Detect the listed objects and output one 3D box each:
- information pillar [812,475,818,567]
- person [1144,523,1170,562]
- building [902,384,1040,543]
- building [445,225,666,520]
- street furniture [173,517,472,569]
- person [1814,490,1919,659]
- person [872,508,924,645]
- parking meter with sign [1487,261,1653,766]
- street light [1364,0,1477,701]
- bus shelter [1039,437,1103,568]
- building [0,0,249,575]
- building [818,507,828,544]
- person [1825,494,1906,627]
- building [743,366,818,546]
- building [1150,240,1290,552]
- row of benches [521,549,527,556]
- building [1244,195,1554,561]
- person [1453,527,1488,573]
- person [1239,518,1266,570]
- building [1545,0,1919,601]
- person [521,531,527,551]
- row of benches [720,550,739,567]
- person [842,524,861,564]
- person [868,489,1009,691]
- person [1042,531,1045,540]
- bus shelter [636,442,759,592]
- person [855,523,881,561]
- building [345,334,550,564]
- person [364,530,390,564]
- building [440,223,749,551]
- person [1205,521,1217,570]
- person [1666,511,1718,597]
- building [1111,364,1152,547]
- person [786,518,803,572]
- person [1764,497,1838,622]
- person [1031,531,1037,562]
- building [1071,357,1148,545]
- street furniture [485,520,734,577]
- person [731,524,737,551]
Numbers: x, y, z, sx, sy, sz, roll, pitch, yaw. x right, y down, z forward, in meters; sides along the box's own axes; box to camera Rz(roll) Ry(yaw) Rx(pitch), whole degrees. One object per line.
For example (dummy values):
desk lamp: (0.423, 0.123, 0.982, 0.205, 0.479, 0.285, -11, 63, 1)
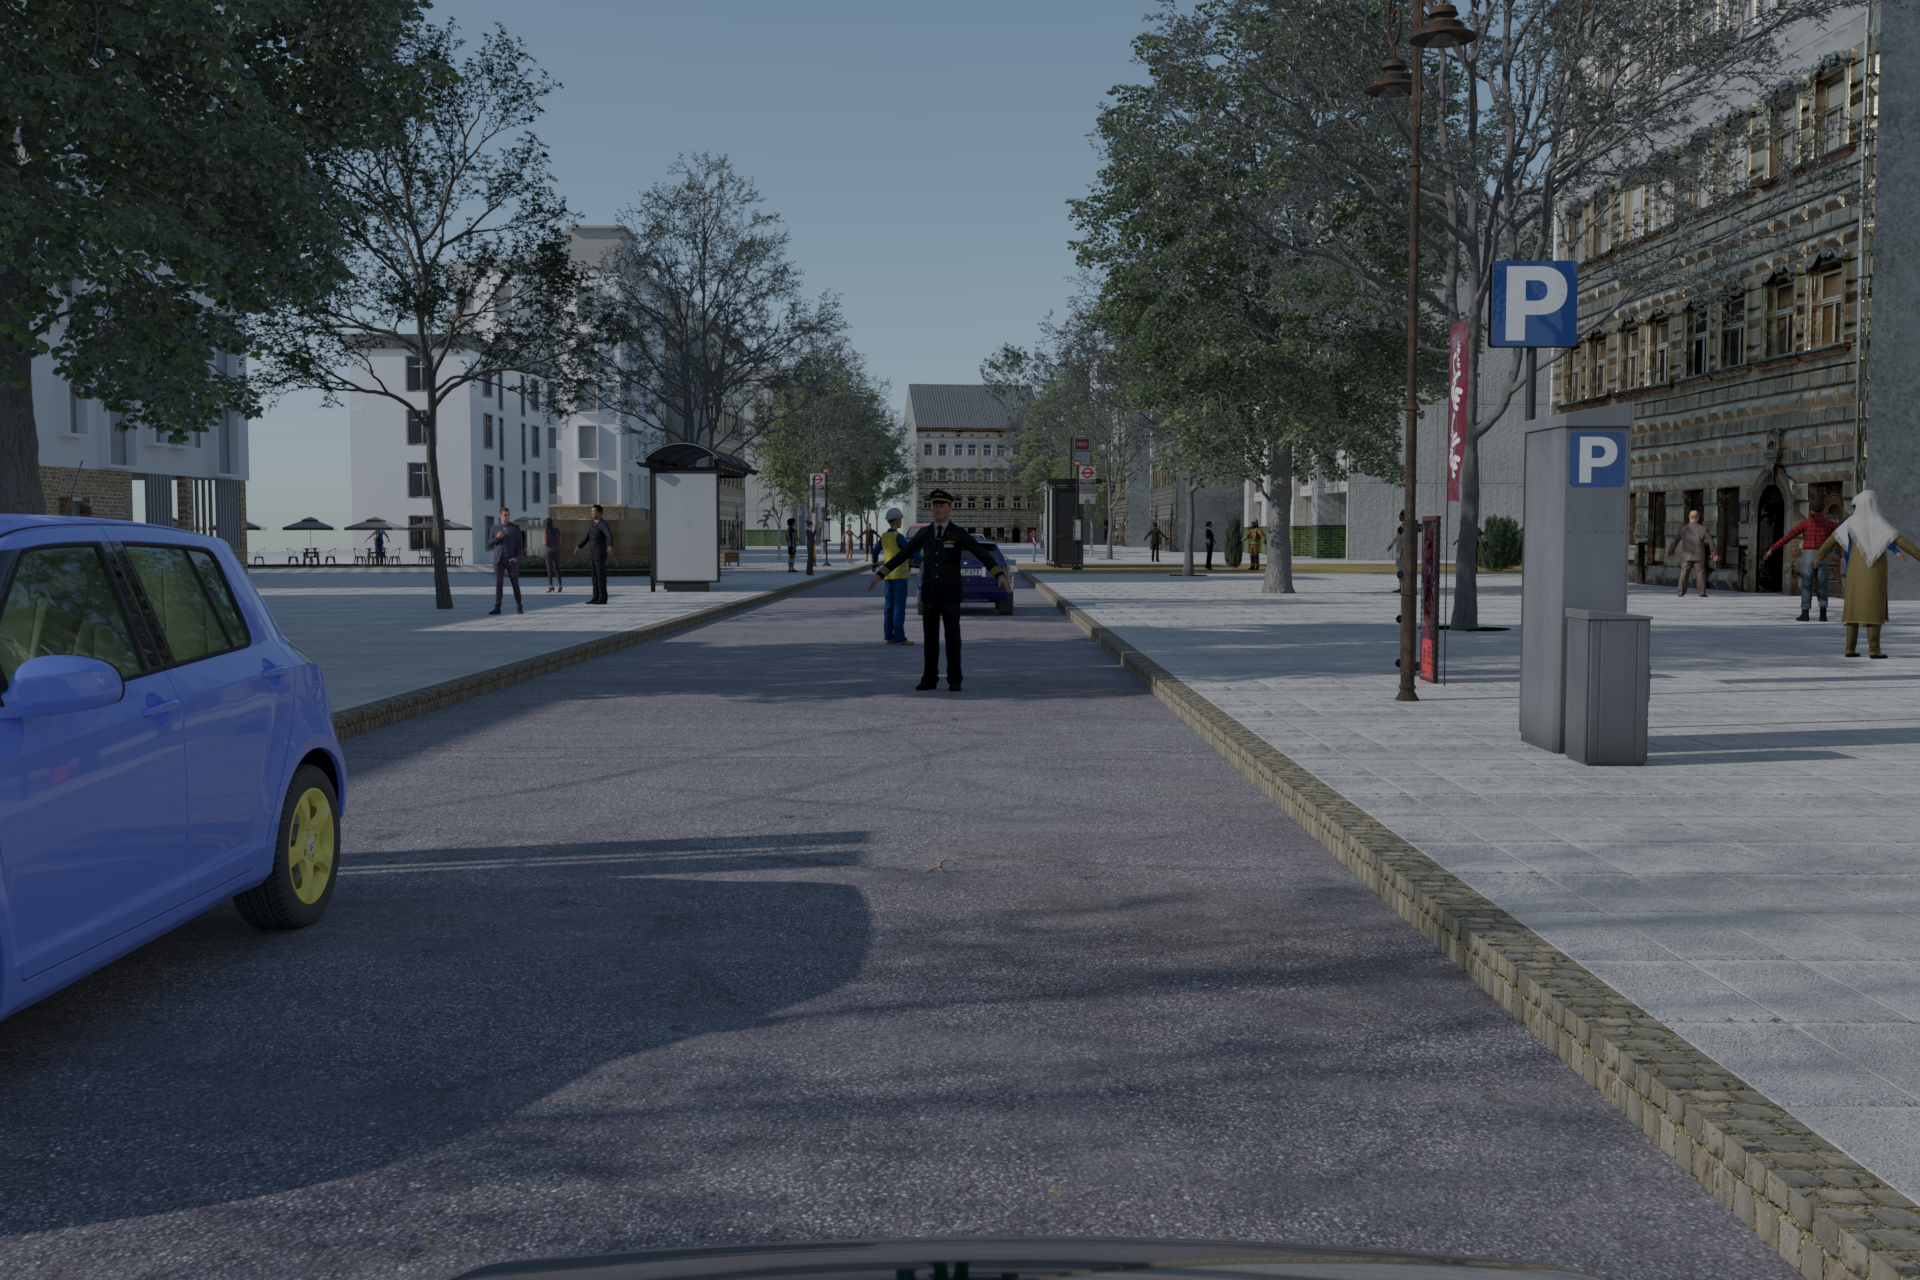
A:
information pillar: (-5.758, -4.713, 68.406, 0.183, 3.616, 0.504, 0, 4, 2)
person: (9.015, -4.496, 79.734, 1.346, 1.802, 0.704, 2, 4, 34)
building: (1.514, -25.645, 252.674, 18.063, 23.208, 19.493, 0, 4, -8)
building: (-25.507, -15.359, 107.545, 16.016, 20.090, 11.380, 0, 4, 0)
street furniture: (-32.922, -3.576, 63.490, 27.439, 1.986, 14.083, 0, 4, -1)
person: (9.425, -0.682, 17.932, 0.721, 1.736, 1.217, -2, 4, -35)
person: (-0.772, -0.827, 22.437, 0.721, 1.772, 1.216, -3, 5, -40)
parking meter with sign: (3.654, -0.860, 10.325, 0.543, 3.016, 1.738, 0, 4, 0)
street light: (3.449, -2.470, 13.180, 0.468, 5.910, 1.993, 0, 4, 0)
bus shelter: (4.340, -5.620, 69.512, 2.179, 5.291, 8.768, 0, 3, 0)
building: (-27.105, -11.257, 40.479, 16.016, 20.090, 11.380, 0, 4, 0)
building: (-23.108, -22.360, 222.001, 16.016, 20.090, 11.380, 0, 4, 0)
person: (12.478, -1.109, 24.006, 0.705, 1.842, 1.347, -1, 4, -18)
building: (-26.050, -20.273, 197.915, 16.747, 18.905, 31.486, 0, 4, 1)
building: (24.677, -18.358, 131.089, 19.493, 23.208, 18.063, 0, 4, 0)
row of benches: (-18.297, -3.614, 74.553, 1.422, 0.672, 4.104, 2, 4, 26)
building: (27.241, -14.233, 99.161, 16.747, 18.905, 31.486, 0, 4, 0)
person: (16.917, -3.148, 57.241, 0.705, 1.856, 1.354, -3, 4, -36)
person: (10.491, -3.425, 61.763, 0.705, 1.858, 1.354, -2, 4, -33)
building: (26.575, -12.881, 41.531, 19.493, 23.208, 18.063, 0, 4, 1)
person: (-19.731, -4.397, 78.075, 0.705, 1.806, 1.347, 0, 4, 6)
row of benches: (-9.932, -3.336, 70.014, 1.422, 0.672, 4.104, -2, 4, -29)
person: (-4.708, -4.167, 74.935, 0.721, 1.733, 1.217, 3, 4, 38)
person: (-0.177, -0.459, 15.889, 1.347, 1.837, 0.705, 1, 4, 17)
person: (4.698, -5.240, 91.853, 0.705, 1.806, 1.347, 3, 5, 40)
bus shelter: (-6.082, -2.869, 40.827, 2.014, 3.302, 5.546, 0, 4, 1)
person: (-4.250, -4.597, 81.304, 1.346, 1.812, 0.704, 0, 4, 2)
building: (-25.029, -8.843, 86.731, 9.099, 9.664, 28.070, 0, 4, 0)
person: (-24.002, -4.013, 71.465, 0.705, 1.847, 1.347, 2, 4, 28)
building: (-26.941, -18.400, 131.766, 19.493, 23.208, 18.063, 0, 4, 1)
person: (8.989, -3.374, 61.879, 0.721, 1.740, 1.216, 1, 4, 20)
person: (14.926, -1.755, 35.291, 0.990, 1.755, 0.434, 3, 4, 36)
building: (25.840, -21.358, 180.125, 19.493, 23.208, 18.063, 0, 3, 0)
person: (-5.617, -3.180, 58.139, 0.704, 1.843, 1.345, -2, 4, -25)
person: (12.529, -1.179, 25.388, 1.345, 1.816, 0.704, 1, 4, 13)
person: (3.474, -4.288, 79.372, 0.599, 1.433, 0.991, 0, 4, 4)
building: (27.526, -22.765, 216.177, 27.936, 21.610, 32.646, 0, 4, 1)
street furniture: (-12.103, -2.906, 54.367, 9.812, 1.723, 11.010, -1, 4, -21)
person: (-11.311, -4.917, 86.656, 0.705, 1.796, 1.348, 0, 4, -3)
